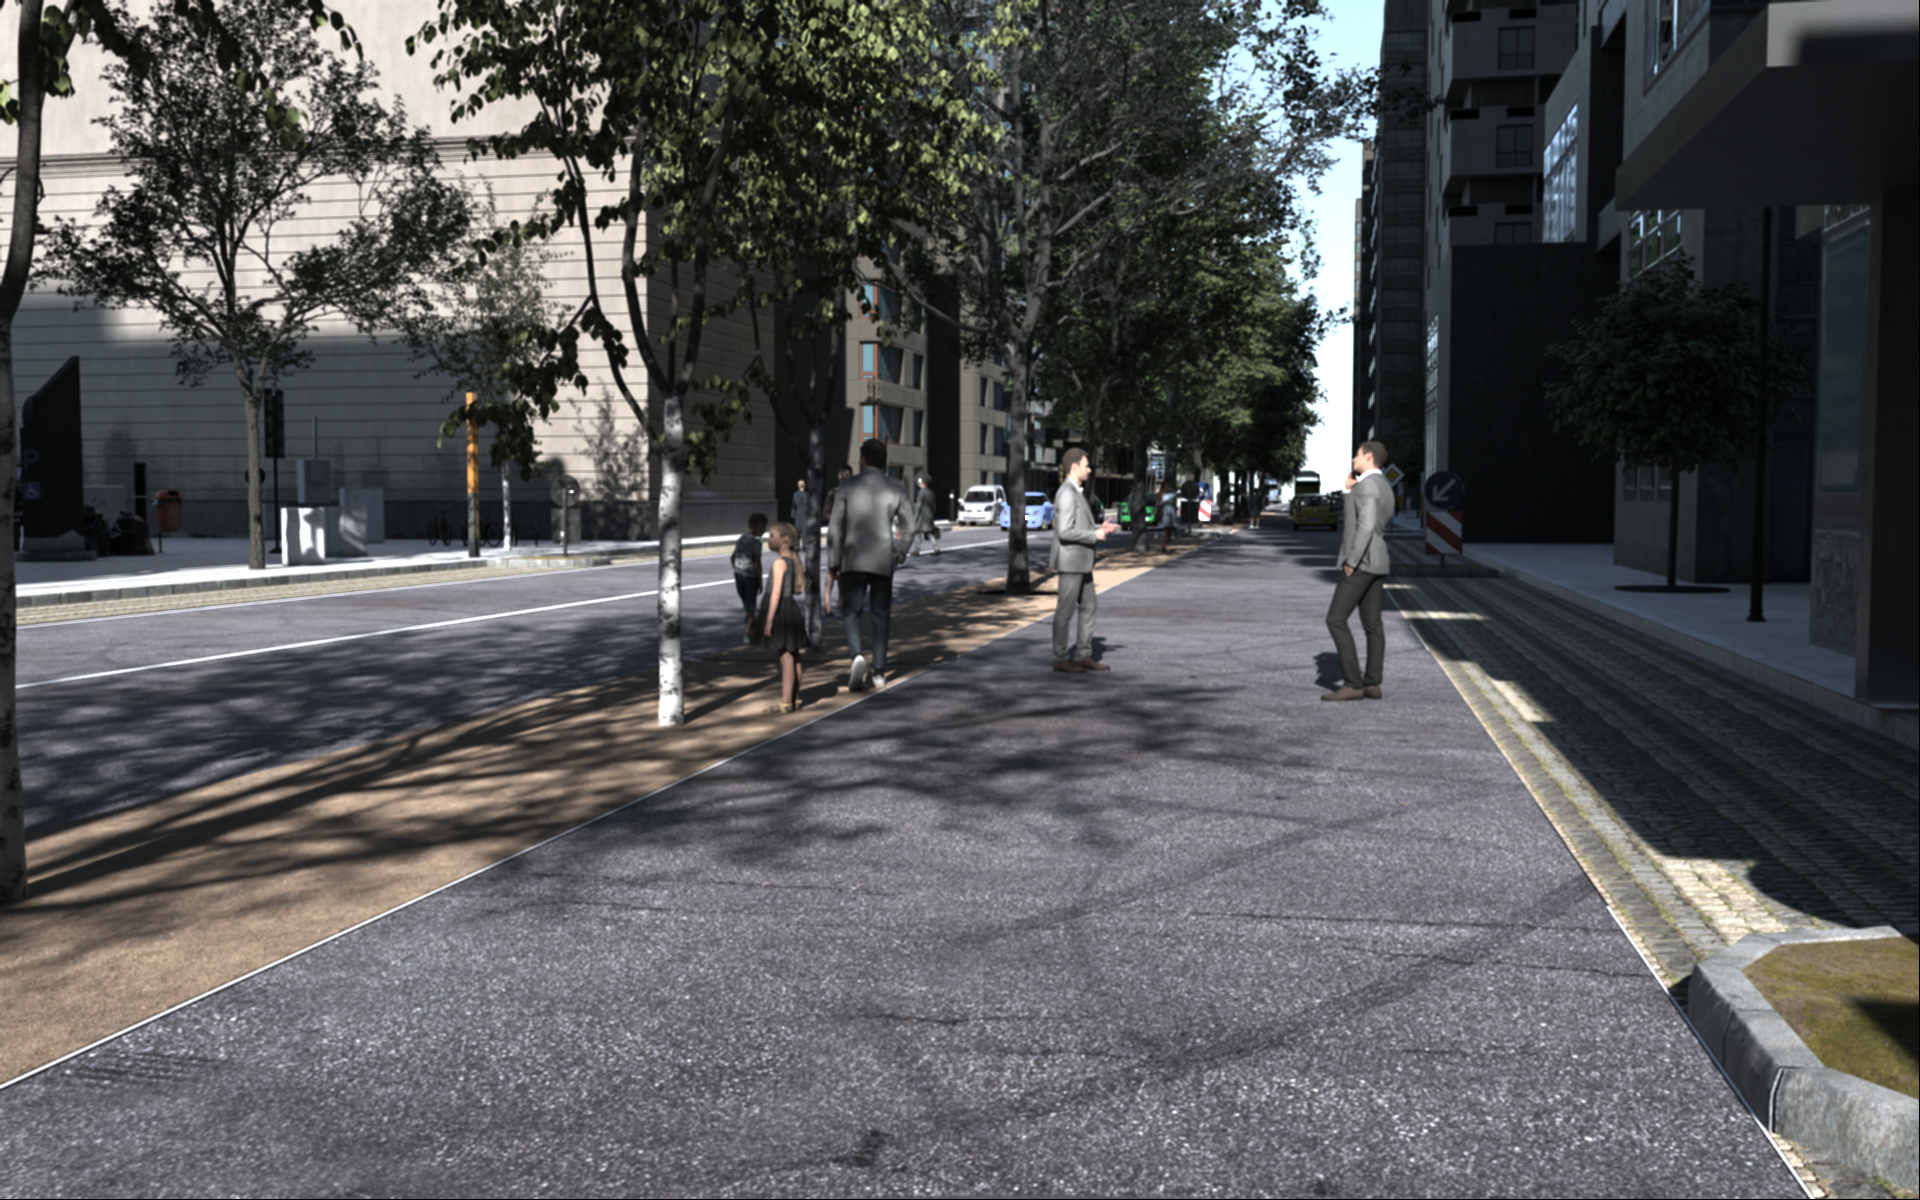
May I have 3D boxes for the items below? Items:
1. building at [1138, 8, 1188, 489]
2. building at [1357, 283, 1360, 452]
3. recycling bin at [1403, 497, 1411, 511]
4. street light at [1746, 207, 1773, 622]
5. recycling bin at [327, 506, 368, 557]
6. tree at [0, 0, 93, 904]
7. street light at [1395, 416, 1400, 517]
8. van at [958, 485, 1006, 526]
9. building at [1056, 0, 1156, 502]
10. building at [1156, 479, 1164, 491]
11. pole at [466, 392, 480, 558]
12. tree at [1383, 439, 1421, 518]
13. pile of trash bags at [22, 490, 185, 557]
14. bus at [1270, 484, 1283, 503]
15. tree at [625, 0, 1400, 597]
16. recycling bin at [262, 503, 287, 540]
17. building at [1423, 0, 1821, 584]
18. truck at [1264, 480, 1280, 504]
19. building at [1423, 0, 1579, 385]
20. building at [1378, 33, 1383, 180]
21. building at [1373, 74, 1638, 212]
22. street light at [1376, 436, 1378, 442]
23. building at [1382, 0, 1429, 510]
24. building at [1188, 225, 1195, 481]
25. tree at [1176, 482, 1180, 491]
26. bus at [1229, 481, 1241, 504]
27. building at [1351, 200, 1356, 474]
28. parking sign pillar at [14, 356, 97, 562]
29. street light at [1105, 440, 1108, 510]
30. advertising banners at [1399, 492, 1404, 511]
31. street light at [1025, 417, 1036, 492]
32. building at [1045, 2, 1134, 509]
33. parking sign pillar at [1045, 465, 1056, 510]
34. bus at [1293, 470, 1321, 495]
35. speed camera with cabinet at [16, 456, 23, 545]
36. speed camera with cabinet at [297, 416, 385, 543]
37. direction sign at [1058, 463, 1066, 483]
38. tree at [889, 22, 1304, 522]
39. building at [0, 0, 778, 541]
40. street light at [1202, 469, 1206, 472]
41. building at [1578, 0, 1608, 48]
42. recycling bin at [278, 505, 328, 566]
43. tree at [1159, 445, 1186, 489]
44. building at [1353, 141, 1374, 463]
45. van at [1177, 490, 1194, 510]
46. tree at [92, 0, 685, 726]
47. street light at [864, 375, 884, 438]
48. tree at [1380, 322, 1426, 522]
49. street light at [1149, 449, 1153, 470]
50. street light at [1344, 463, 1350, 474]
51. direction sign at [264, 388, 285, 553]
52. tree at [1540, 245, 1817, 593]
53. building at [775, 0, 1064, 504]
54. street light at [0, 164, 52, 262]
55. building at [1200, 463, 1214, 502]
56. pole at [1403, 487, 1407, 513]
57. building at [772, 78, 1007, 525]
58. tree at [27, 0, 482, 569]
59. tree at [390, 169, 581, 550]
[{"bbox_3d":[20.929,-56.653,238.948,22.319,86.520,31.000,1,4,12],"label":"building"},{"bbox_3d":[58.974,-27.756,225.510,14.160,30.474,14.107,1,4,12],"label":"building"},{"bbox_3d":[34.582,-7.483,134.897,0.722,1.027,0.722,-2,4,-28],"label":"recycling bin"},{"bbox_3d":[8.026,-2.722,17.287,0.468,5.910,1.993,1,4,12],"label":"street light"},{"bbox_3d":[-12.754,-1.420,35.764,0.722,1.027,0.722,2,4,27],"label":"recycling bin"},{"bbox_3d":[-3.355,-3.256,6.059,4.737,8.622,4.395,0,3,0],"label":"tree"},{"bbox_3d":[24.803,-7.674,98.260,0.468,5.910,1.993,1,4,12],"label":"street light"},{"bbox_3d":[1.018,-4.325,77.724,2.013,2.044,4.112,1,4,11],"label":"van"},{"bbox_3d":[9.937,-45.355,179.798,20.563,71.187,20.611,1,4,12],"label":"building"},{"bbox_3d":[8.147,-31.324,204.032,32.217,40.220,23.993,1,4,12],"label":"building"},{"bbox_3d":[-9.808,-2.510,34.880,0.158,3.312,0.155,0,3,0],"label":"pole"},{"bbox_3d":[24.438,-6.621,91.965,4.285,4.588,4.351,0,3,0],"label":"tree"},{"bbox_3d":[-17.768,-1.630,36.405,1.912,1.369,3.447,1,4,22],"label":"pile of trash bags"},{"bbox_3d":[52.162,-17.911,287.703,2.948,3.499,13.247,1,4,12],"label":"bus"},{"bbox_3d":[0.823,-6.822,24.367,12.009,13.543,11.850,0,3,0],"label":"tree"},{"bbox_3d":[-19.420,-2.208,48.656,0.722,1.027,0.722,2,4,35],"label":"recycling bin"},{"bbox_3d":[22.643,-44.209,35.494,22.319,86.520,31.000,1,4,12],"label":"building"},{"bbox_3d":[47.312,-16.757,263.727,2.967,4.110,18.799,1,4,11],"label":"truck"},{"bbox_3d":[43.018,-31.564,105.315,28.713,52.752,27.495,1,4,12],"label":"building"},{"bbox_3d":[45.268,-31.044,157.676,14.600,45.320,14.200,1,4,12],"label":"building"},{"bbox_3d":[54.116,-34.214,179.014,23.786,49.044,30.456,1,4,12],"label":"building"},{"bbox_3d":[32.463,-9.920,134.982,0.468,5.910,1.993,1,4,12],"label":"street light"},{"bbox_3d":[41.895,-28.116,143.290,14.154,41.232,14.086,1,4,12],"label":"building"},{"bbox_3d":[28.799,-37.443,262.300,14.600,45.320,14.200,1,4,12],"label":"building"},{"bbox_3d":[27.500,-13.938,222.482,1.663,3.219,1.824,0,3,0],"label":"tree"},{"bbox_3d":[38.842,-15.176,242.985,2.948,3.499,13.247,1,4,10],"label":"bus"},{"bbox_3d":[61.461,-33.992,239.369,14.154,41.232,14.086,1,4,12],"label":"building"},{"bbox_3d":[-17.422,-2.737,33.227,1.447,3.967,1.447,0,4,6],"label":"parking sign pillar"},{"bbox_3d":[12.103,-10.365,142.249,0.468,5.910,1.993,1,4,12],"label":"street light"},{"bbox_3d":[33.768,-8.364,132.935,0.090,3.025,2.074,0,4,-2],"label":"advertising banners"},{"bbox_3d":[4.221,-8.030,104.072,0.468,5.910,1.993,1,4,12],"label":"street light"},{"bbox_3d":[4.221,-30.690,156.412,22.147,44.769,28.867,1,4,12],"label":"building"},{"bbox_3d":[7.124,-9.320,140.849,1.447,3.967,1.447,-2,4,-25],"label":"parking sign pillar"},{"bbox_3d":[36.097,-11.531,180.083,2.896,3.916,12.252,1,4,11],"label":"bus"},{"bbox_3d":[-22.455,-2.901,41.763,2.038,3.252,0.660,2,4,28],"label":"speed camera with cabinet"},{"bbox_3d":[-16.007,-3.085,44.776,2.038,3.252,0.660,-3,4,-39],"label":"speed camera with cabinet"},{"bbox_3d":[7.674,-8.287,127.489,0.876,3.537,0.379,0,4,-7],"label":"direction sign"},{"bbox_3d":[2.475,-5.954,34.212,8.767,10.594,7.601,1,4,12],"label":"tree"},{"bbox_3d":[-19.199,-15.756,54.873,25.104,27.353,12.463,1,4,12],"label":"building"},{"bbox_3d":[36.824,-17.655,261.449,0.468,5.910,1.993,1,4,12],"label":"street light"},{"bbox_3d":[40.187,-32.115,67.073,28.212,58.520,21.231,1,4,12],"label":"building"},{"bbox_3d":[-11.887,-1.149,31.344,0.722,1.027,0.722,-1,4,-22],"label":"recycling bin"},{"bbox_3d":[26.898,-16.255,216.138,4.737,8.622,4.395,0,3,0],"label":"tree"},{"bbox_3d":[53.771,-31.708,202.022,14.154,41.232,14.086,1,4,12],"label":"building"},{"bbox_3d":[20.523,-9.277,158.692,2.013,2.044,4.112,1,4,11],"label":"van"},{"bbox_3d":[-1.772,-3.538,10.663,4.737,8.622,4.395,0,3,0],"label":"tree"},{"bbox_3d":[-3.334,-5.782,67.328,0.468,5.910,1.993,1,4,12],"label":"street light"},{"bbox_3d":[19.687,-7.434,71.909,4.360,8.622,3.978,0,3,0],"label":"tree"},{"bbox_3d":[19.799,-12.633,179.341,0.468,5.910,1.993,1,4,12],"label":"street light"},{"bbox_3d":[57.064,-17.224,254.400,0.468,5.910,1.993,1,4,12],"label":"street light"},{"bbox_3d":[-14.822,-2.783,37.507,0.379,3.537,0.876,0,4,3],"label":"direction sign"},{"bbox_3d":[9.518,-2.396,22.894,4.285,4.588,4.351,0,3,0],"label":"tree"},{"bbox_3d":[-5.206,-30.926,125.249,23.786,49.044,30.456,1,4,12],"label":"building"},{"bbox_3d":[-12.646,-3.056,22.761,0.468,5.910,1.993,1,4,12],"label":"street light"},{"bbox_3d":[35.226,-37.088,289.975,14.154,41.232,14.086,1,4,12],"label":"building"},{"bbox_3d":[29.504,-7.397,114.777,0.158,3.312,0.155,0,3,0],"label":"pole"},{"bbox_3d":[-13.812,-14.797,86.970,27.650,21.520,28.899,1,4,12],"label":"building"},{"bbox_3d":[-11.945,-5.826,29.669,8.767,10.594,7.601,1,4,11],"label":"tree"},{"bbox_3d":[-10.436,-5.434,39.203,4.360,8.622,3.978,0,3,0],"label":"tree"}]
